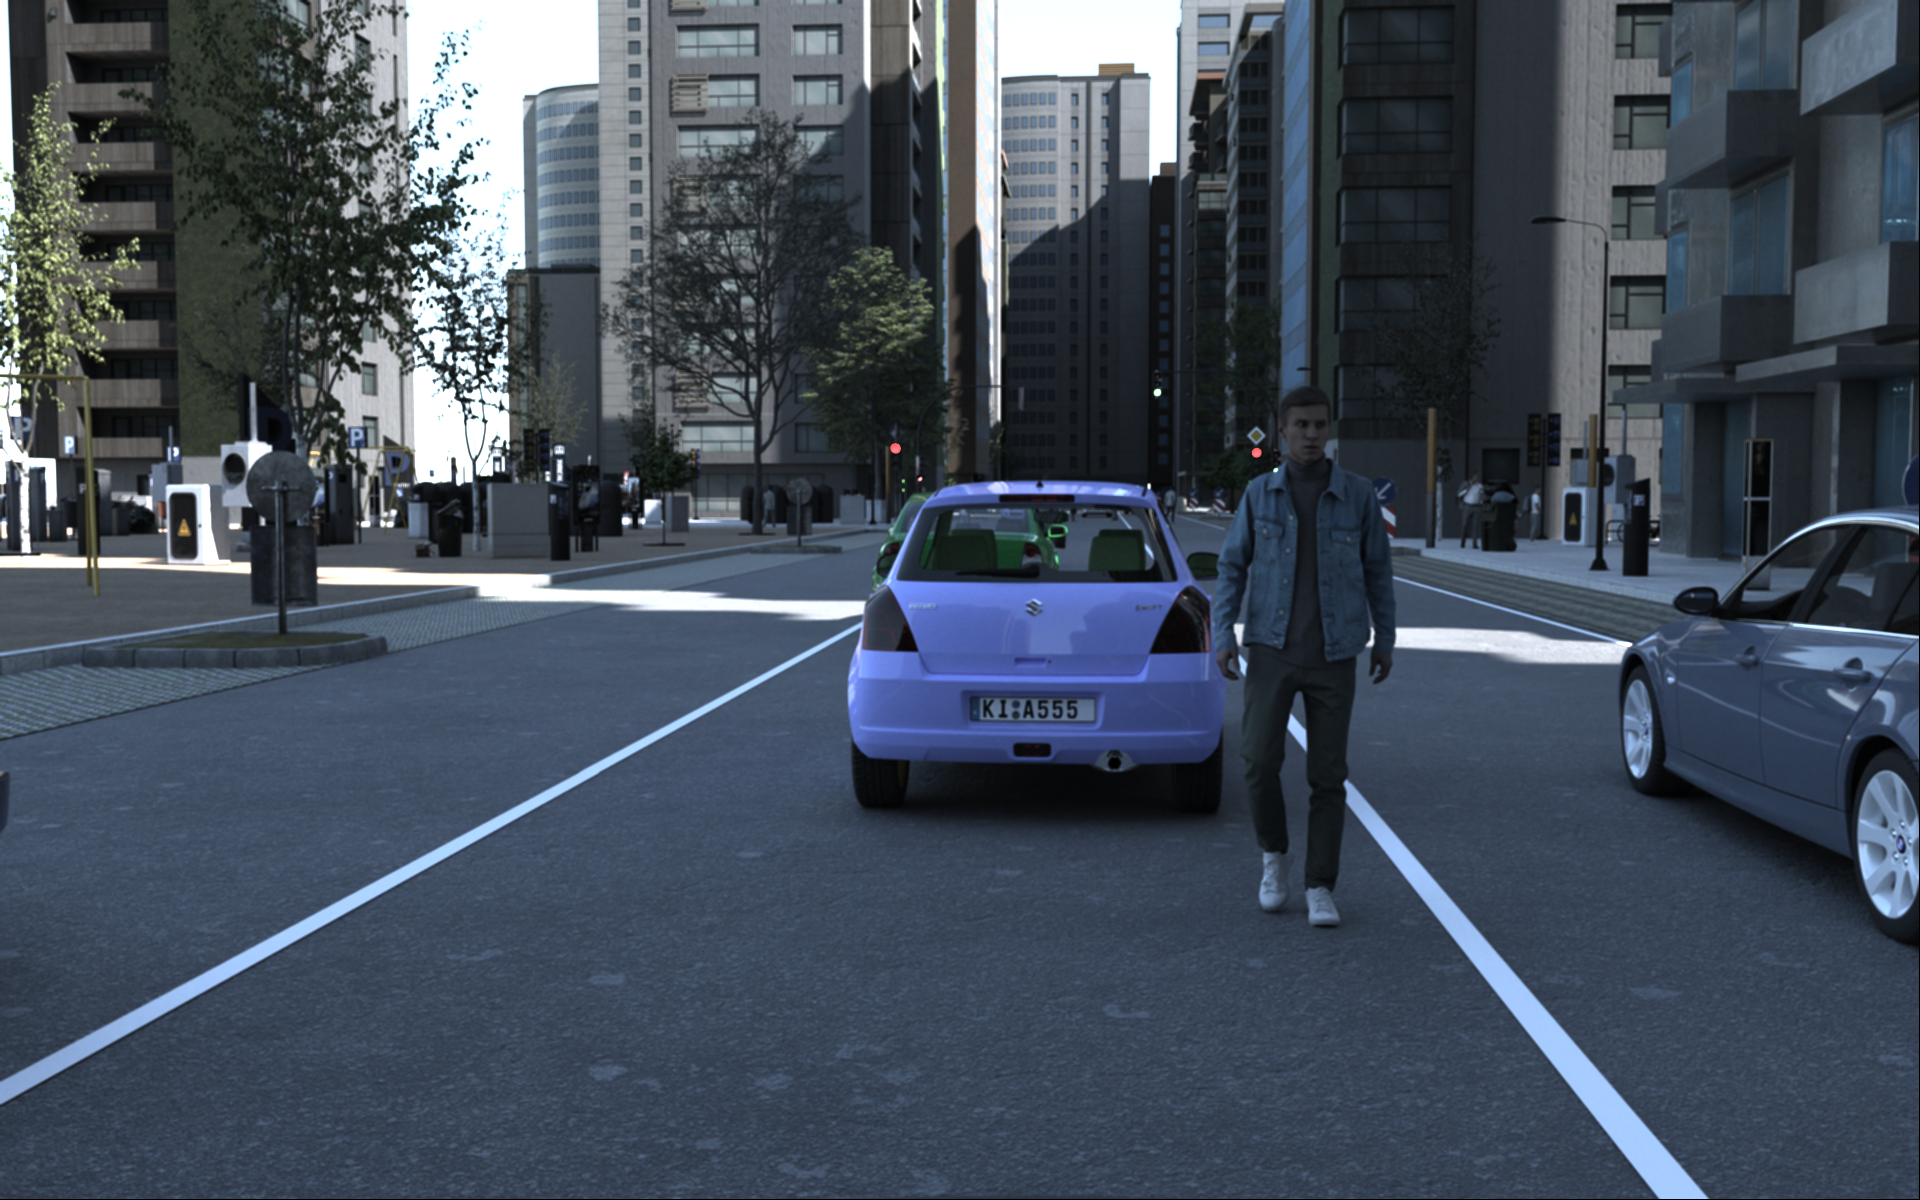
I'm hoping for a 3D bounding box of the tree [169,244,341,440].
[{"bbox_3d":[-19.862,-6.065,49.526,4.360,8.622,3.978,0,3,0],"label":"tree"}]

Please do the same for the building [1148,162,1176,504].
[{"bbox_3d":[32.951,-35.827,235.886,14.200,45.320,14.600,0,4,5],"label":"building"}]

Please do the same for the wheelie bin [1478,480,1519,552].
[{"bbox_3d":[12.031,-1.884,38.714,0.693,1.594,0.980,-2,4,-23],"label":"wheelie bin"}]

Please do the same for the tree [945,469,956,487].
[{"bbox_3d":[-1.054,-7.073,110.245,1.663,3.219,1.824,0,3,0],"label":"tree"}]

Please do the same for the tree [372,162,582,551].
[{"bbox_3d":[-10.860,-5.395,38.570,4.360,8.622,3.978,0,3,0],"label":"tree"}]

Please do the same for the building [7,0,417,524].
[{"bbox_3d":[-34.830,-18.882,80.424,14.107,30.474,14.160,0,4,5],"label":"building"}]

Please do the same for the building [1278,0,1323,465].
[{"bbox_3d":[22.088,-26.091,76.696,14.200,45.320,14.600,0,4,5],"label":"building"}]

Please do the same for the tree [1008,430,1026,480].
[{"bbox_3d":[5.364,-15.013,195.818,4.360,8.622,3.978,0,3,0],"label":"tree"}]

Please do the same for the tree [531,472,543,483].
[{"bbox_3d":[-30.100,-7.975,124.992,1.663,3.219,1.824,0,3,0],"label":"tree"}]

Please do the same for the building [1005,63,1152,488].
[{"bbox_3d":[12.010,-42.751,240.983,28.212,58.520,21.231,0,4,5],"label":"building"}]

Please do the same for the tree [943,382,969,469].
[{"bbox_3d":[-1.429,-10.011,114.043,4.360,8.622,3.978,0,3,0],"label":"tree"}]

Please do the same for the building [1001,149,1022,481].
[{"bbox_3d":[-7.000,-34.182,213.496,28.867,44.769,22.147,0,4,5],"label":"building"}]

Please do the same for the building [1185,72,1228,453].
[{"bbox_3d":[34.761,-32.031,178.338,22.147,44.769,28.867,0,4,5],"label":"building"}]

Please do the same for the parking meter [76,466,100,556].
[{"bbox_3d":[-18.232,-1.867,36.234,0.399,1.863,0.255,1,4,9],"label":"parking meter"}]

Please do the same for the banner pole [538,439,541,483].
[{"bbox_3d":[-18.943,-5.443,79.016,0.863,3.779,0.401,-2,4,-23],"label":"banner pole"}]

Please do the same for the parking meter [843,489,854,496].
[{"bbox_3d":[-5.538,-4.683,84.980,0.372,1.533,0.369,0,3,0],"label":"parking meter"}]

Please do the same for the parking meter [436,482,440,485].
[{"bbox_3d":[-23.496,-4.412,77.848,0.399,1.863,0.255,-1,4,-12],"label":"parking meter"}]

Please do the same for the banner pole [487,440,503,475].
[{"bbox_3d":[-21.414,-5.477,79.569,0.863,3.779,0.401,-1,4,-17],"label":"banner pole"}]

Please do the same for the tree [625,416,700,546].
[{"bbox_3d":[-7.347,-2.964,43.062,1.663,3.219,1.824,0,3,0],"label":"tree"}]

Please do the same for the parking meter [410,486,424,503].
[{"bbox_3d":[-16.060,-2.619,51.238,0.372,1.533,0.369,0,3,0],"label":"parking meter"}]

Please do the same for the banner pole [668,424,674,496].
[{"bbox_3d":[-10.372,-4.395,61.878,0.401,3.779,0.863,-2,4,-35],"label":"banner pole"}]

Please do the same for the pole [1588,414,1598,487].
[{"bbox_3d":[16.208,-3.092,44.403,0.158,3.312,0.155,0,3,0],"label":"pole"}]

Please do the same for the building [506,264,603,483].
[{"bbox_3d":[-48.843,-27.514,221.552,14.107,30.474,14.160,0,4,5],"label":"building"}]

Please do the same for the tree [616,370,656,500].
[{"bbox_3d":[-18.054,-9.269,101.911,4.360,8.622,3.978,0,3,0],"label":"tree"}]

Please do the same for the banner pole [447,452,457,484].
[{"bbox_3d":[-30.199,-6.904,102.898,0.401,3.779,0.863,2,4,34],"label":"banner pole"}]

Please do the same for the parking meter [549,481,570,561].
[{"bbox_3d":[-7.731,-1.532,33.453,0.372,1.533,0.369,0,3,0],"label":"parking meter"}]

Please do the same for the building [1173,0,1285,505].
[{"bbox_3d":[36.191,-40.635,206.383,21.231,58.520,28.212,0,4,5],"label":"building"}]

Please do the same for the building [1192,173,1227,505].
[{"bbox_3d":[28.225,-23.612,157.758,14.160,30.474,14.107,0,4,5],"label":"building"}]

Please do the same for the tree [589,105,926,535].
[{"bbox_3d":[-6.258,-8.795,54.160,12.009,13.543,11.850,0,3,0],"label":"tree"}]

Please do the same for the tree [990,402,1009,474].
[{"bbox_3d":[1.593,-11.349,135.923,4.737,8.622,4.395,0,3,0],"label":"tree"}]

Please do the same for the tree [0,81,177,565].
[{"bbox_3d":[-17.035,-4.954,31.364,4.737,8.622,4.395,0,3,0],"label":"tree"}]

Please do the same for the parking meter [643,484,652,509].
[{"bbox_3d":[-17.357,-5.523,96.005,0.399,1.863,0.255,0,4,4],"label":"parking meter"}]

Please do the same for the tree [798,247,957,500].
[{"bbox_3d":[-4.150,-9.911,80.166,7.486,12.596,7.792,0,3,0],"label":"tree"}]

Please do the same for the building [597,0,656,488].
[{"bbox_3d":[-31.833,-47.529,215.353,20.611,71.187,20.563,0,4,5],"label":"building"}]

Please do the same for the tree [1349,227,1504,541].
[{"bbox_3d":[12.859,-5.913,47.037,4.360,8.622,3.978,0,3,0],"label":"tree"}]

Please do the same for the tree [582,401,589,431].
[{"bbox_3d":[-21.137,-8.462,88.715,4.360,8.622,3.978,0,3,0],"label":"tree"}]

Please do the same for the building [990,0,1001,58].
[{"bbox_3d":[-7.479,-37.923,162.039,21.231,58.520,28.212,0,4,5],"label":"building"}]

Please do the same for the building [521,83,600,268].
[{"bbox_3d":[-46.493,-43.021,245.391,28.212,58.520,21.231,0,4,5],"label":"building"}]

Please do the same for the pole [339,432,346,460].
[{"bbox_3d":[-19.267,-3.685,54.088,0.158,3.312,0.155,0,3,0],"label":"pole"}]

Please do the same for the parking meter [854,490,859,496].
[{"bbox_3d":[-5.183,-4.737,85.858,0.372,1.533,0.369,0,3,0],"label":"parking meter"}]

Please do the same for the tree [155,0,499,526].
[{"bbox_3d":[-7.993,-4.354,21.548,4.737,8.622,4.395,0,3,0],"label":"tree"}]

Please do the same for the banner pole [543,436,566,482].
[{"bbox_3d":[-17.345,-5.161,74.393,0.863,3.779,0.401,-1,4,-13],"label":"banner pole"}]

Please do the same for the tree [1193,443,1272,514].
[{"bbox_3d":[18.031,-8.011,114.689,4.285,4.588,4.351,0,3,0],"label":"tree"}]

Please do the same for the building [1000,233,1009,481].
[{"bbox_3d":[-2.225,-25.240,184.378,14.160,30.474,14.107,0,4,5],"label":"building"}]

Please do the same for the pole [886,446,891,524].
[{"bbox_3d":[-3.055,-4.897,73.909,0.158,3.312,0.155,0,3,0],"label":"pole"}]

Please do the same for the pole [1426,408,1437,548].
[{"bbox_3d":[11.177,-2.888,41.055,0.158,3.312,0.155,0,3,0],"label":"pole"}]

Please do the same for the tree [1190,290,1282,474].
[{"bbox_3d":[15.870,-10.023,89.633,9.928,11.665,9.643,0,3,0],"label":"tree"}]

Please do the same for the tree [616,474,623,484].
[{"bbox_3d":[-25.342,-8.388,131.743,1.663,3.219,1.824,0,3,0],"label":"tree"}]

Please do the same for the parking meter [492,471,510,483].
[{"bbox_3d":[-11.588,-2.329,43.798,0.399,1.863,0.255,1,4,18],"label":"parking meter"}]

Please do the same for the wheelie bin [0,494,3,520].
[{"bbox_3d":[-48.354,-4.820,86.722,0.693,1.594,0.980,-1,4,-16],"label":"wheelie bin"}]

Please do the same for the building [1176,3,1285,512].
[{"bbox_3d":[33.274,-26.972,132.880,32.217,40.220,23.993,0,4,5],"label":"building"}]

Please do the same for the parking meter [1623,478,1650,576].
[{"bbox_3d":[10.600,-1.145,27.139,0.372,1.533,0.369,0,3,0],"label":"parking meter"}]
